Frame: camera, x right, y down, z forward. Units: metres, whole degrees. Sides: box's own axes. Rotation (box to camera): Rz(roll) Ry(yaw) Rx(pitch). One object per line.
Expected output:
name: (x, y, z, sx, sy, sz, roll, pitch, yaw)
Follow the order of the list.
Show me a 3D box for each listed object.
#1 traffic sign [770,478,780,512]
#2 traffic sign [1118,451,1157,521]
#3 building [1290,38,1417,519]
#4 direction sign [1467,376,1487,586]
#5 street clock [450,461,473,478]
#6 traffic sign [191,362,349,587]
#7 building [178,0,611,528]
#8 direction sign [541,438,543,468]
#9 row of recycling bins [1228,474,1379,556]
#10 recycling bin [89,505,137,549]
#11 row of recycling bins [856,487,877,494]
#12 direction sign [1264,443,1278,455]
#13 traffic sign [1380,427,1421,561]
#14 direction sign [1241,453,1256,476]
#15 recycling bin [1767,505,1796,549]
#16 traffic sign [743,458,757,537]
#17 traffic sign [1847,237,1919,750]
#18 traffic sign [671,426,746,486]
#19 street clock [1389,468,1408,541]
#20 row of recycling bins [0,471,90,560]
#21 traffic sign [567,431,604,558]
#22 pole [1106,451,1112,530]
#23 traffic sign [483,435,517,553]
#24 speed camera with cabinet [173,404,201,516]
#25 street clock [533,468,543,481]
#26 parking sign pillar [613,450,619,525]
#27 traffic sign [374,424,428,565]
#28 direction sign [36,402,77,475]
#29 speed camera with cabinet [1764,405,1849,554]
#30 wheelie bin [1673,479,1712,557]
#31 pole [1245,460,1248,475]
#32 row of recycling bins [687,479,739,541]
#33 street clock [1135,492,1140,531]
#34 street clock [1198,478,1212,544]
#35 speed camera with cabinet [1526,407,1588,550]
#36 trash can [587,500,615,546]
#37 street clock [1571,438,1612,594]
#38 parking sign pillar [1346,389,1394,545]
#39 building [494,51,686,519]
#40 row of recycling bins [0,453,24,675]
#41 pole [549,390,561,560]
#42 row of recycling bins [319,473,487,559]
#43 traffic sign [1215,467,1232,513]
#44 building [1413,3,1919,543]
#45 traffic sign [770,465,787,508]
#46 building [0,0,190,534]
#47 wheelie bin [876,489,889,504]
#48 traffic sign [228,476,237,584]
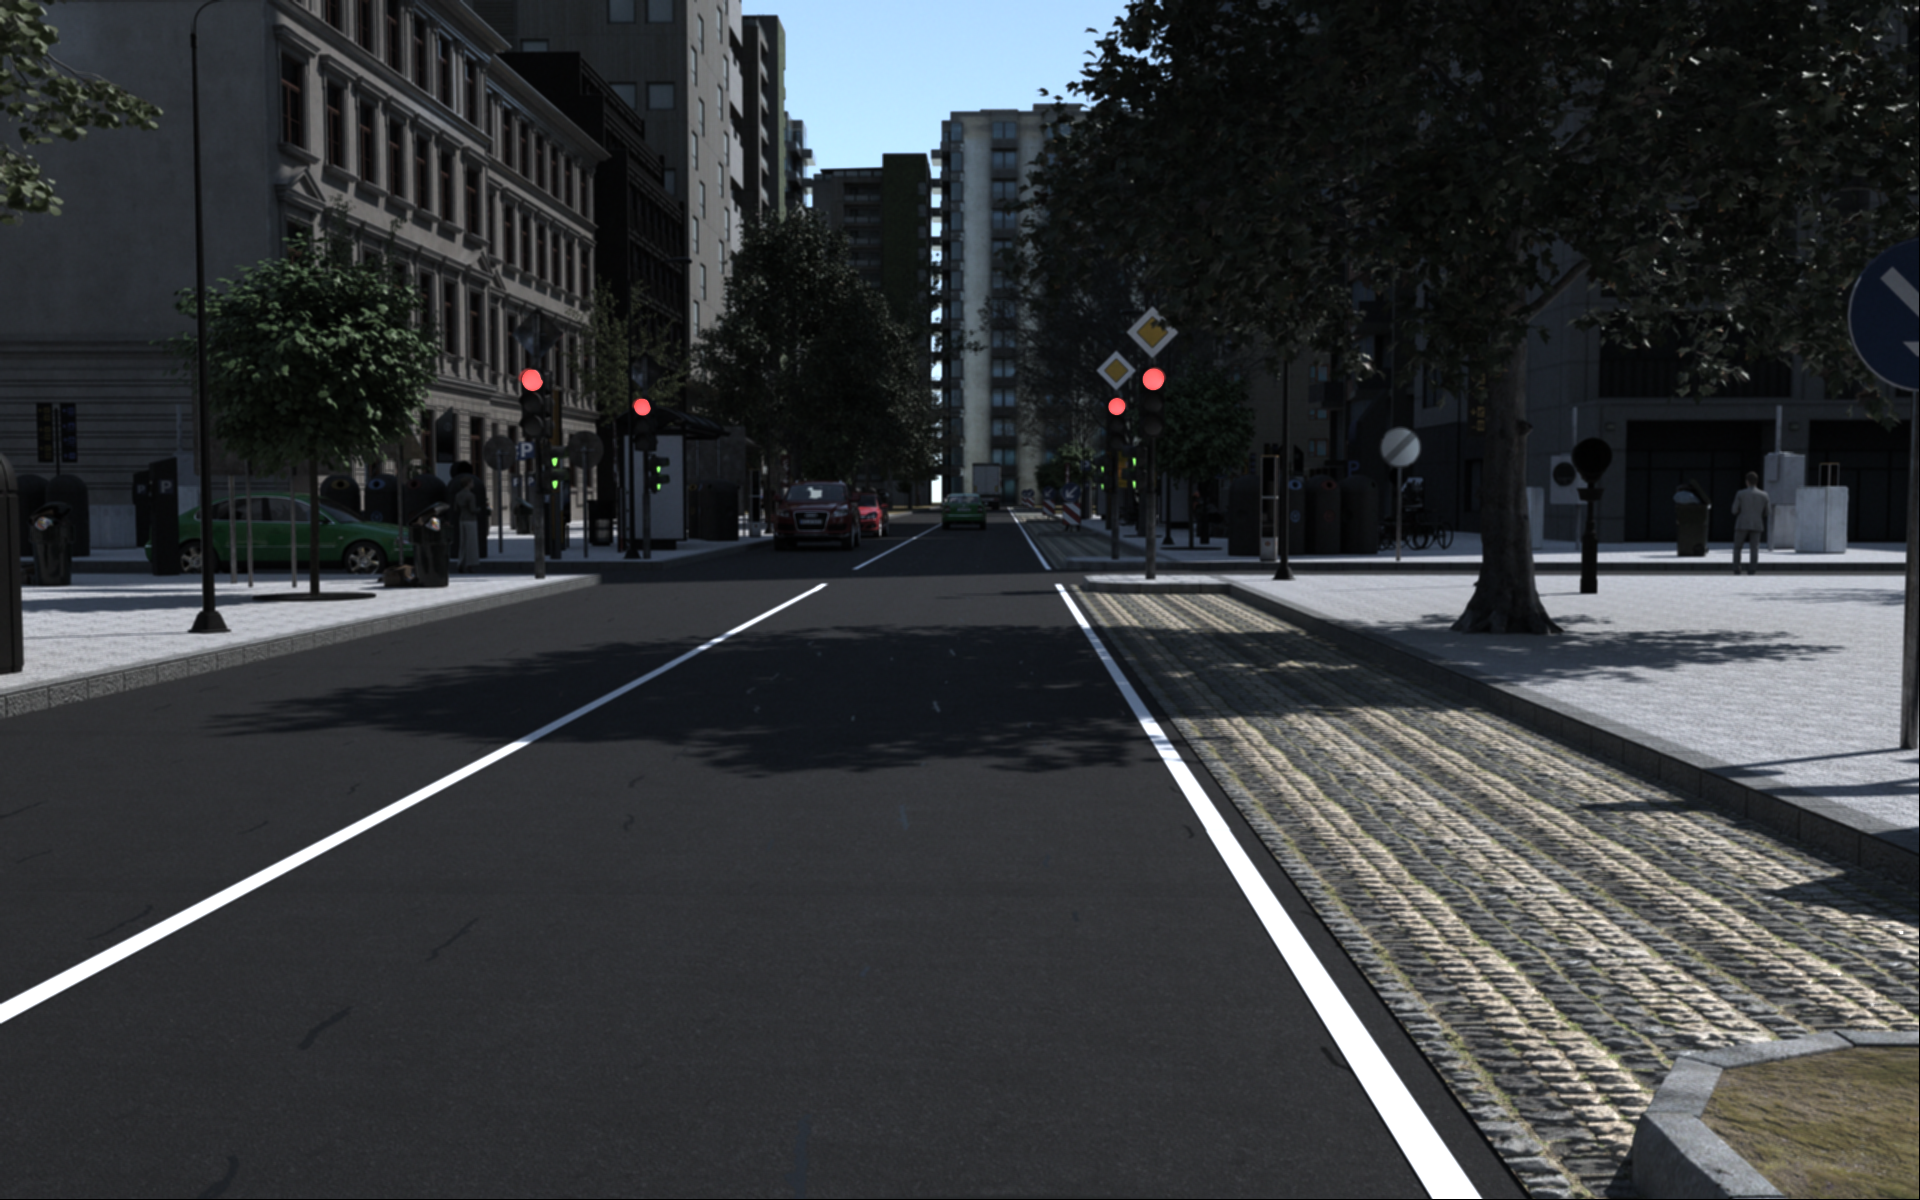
traffic sign: (-8.739, -5.031, 82.253, 0.884, 2.594, 0.081, 0, 4, 6)
traffic sign: (7.950, -5.252, 79.735, 2.265, 3.308, 0.079, 1, 4, 11)
building: (29.108, -26.279, 84.283, 22.147, 44.769, 28.867, 0, 4, 1)
direction sign: (7.383, -1.965, 24.130, 0.876, 3.537, 0.379, -2, 4, -30)
street clock: (-11.013, -2.064, 38.319, 0.358, 2.002, 0.471, 2, 4, 32)
traffic sign: (-9.457, -1.826, 23.731, 2.265, 3.308, 0.079, 0, 4, 8)
building: (-23.407, -14.691, 76.353, 11.583, 22.565, 21.152, 0, 4, 1)
direction sign: (-16.533, -4.713, 69.049, 0.379, 3.537, 0.876, 3, 4, 36)
row of recycling bins: (7.228, -1.800, 36.545, 3.534, 1.692, 1.069, -2, 4, -23)
recycling bin: (-19.803, -1.709, 40.491, 0.722, 1.027, 0.722, 1, 4, 22)
row of recycling bins: (-6.694, -5.970, 104.730, 3.534, 1.692, 1.069, 1, 4, 14)
direction sign: (13.940, -5.242, 77.696, 0.876, 3.537, 0.379, -3, 4, -37)
traffic sign: (8.407, -2.021, 33.143, 0.768, 2.556, 0.104, 0, 4, 8)
direction sign: (15.985, -6.360, 95.982, 0.876, 3.537, 0.379, 3, 5, 39)
recycling bin: (19.343, -1.718, 40.635, 0.722, 1.027, 0.722, 2, 4, 25)
traffic sign: (-6.489, -3.110, 52.026, 0.795, 2.450, 0.064, 0, 4, 2)
traffic sign: (4.784, -0.523, 8.653, 0.768, 2.556, 0.104, 0, 4, 4)
traffic sign: (-7.533, -3.544, 51.812, 2.265, 3.308, 0.079, 0, 4, 5)
street clock: (12.059, -2.637, 47.685, 0.471, 2.002, 0.358, 3, 5, 44)
row of recycling bins: (-19.585, -1.771, 36.067, 3.534, 1.692, 1.069, 2, 4, 23)
traffic sign: (-7.537, -2.123, 34.817, 0.768, 2.556, 0.104, 0, 4, 7)
pole: (5.329, -4.173, 62.075, 0.158, 3.312, 0.155, 0, 3, 0)
traffic sign: (-9.989, -2.293, 37.596, 0.768, 2.556, 0.104, 1, 4, 10)
speed camera with cabinet: (-16.755, -2.645, 37.581, 0.660, 3.252, 2.038, -1, 4, -20)
street clock: (-11.793, -2.717, 48.997, 0.471, 2.002, 0.358, 0, 4, 5)
parking sign pillar: (-13.872, -5.129, 72.328, 1.447, 3.967, 1.447, -2, 4, -29)
traffic sign: (-8.635, -1.633, 26.707, 0.884, 2.594, 0.081, 1, 4, 9)
direction sign: (-22.359, -3.116, 42.943, 0.876, 3.537, 0.379, -1, 4, -16)
speed camera with cabinet: (18.602, -2.676, 38.096, 0.660, 3.252, 2.038, -1, 4, -13)
wheelie bin: (15.087, -1.700, 35.696, 0.693, 1.594, 0.980, 2, 4, 28)
pole: (15.241, -6.012, 92.143, 0.158, 3.312, 0.155, 0, 3, 0)
row of recycling bins: (-6.927, -2.546, 48.735, 1.069, 1.692, 3.534, -1, 4, -19)
street clock: (6.249, -3.407, 60.282, 0.358, 2.002, 0.471, -2, 4, -30)
street clock: (6.284, -2.437, 44.415, 0.358, 2.002, 0.471, 2, 4, 29)
speed camera with cabinet: (13.352, -2.782, 39.815, 2.038, 3.252, 0.660, 3, 5, 44)
trash can: (-8.903, -1.912, 42.914, 0.748, 1.137, 0.748, 0, 3, 0)
street clock: (8.137, -1.088, 22.360, 0.471, 2.002, 0.358, 1, 4, 12)
parking sign pillar: (10.301, -3.393, 43.950, 1.447, 3.967, 1.447, 3, 5, 41)
building: (-22.656, -16.242, 95.240, 12.332, 23.373, 15.834, 0, 4, 1)
row of recycling bins: (-7.952, -0.386, 13.424, 1.069, 1.692, 3.534, -3, 4, -36)
pole: (-7.941, -2.452, 33.928, 0.158, 3.312, 0.155, 0, 3, 0)
row of recycling bins: (-11.213, -1.699, 34.893, 3.534, 1.692, 1.069, 1, 4, 9)
traffic sign: (8.705, -3.539, 57.971, 0.768, 2.556, 0.104, 0, 4, 5)
building: (27.040, -37.595, 52.935, 20.611, 71.187, 20.563, 0, 4, 1)
traffic sign: (-7.894, -4.584, 75.054, 0.768, 2.556, 0.104, 0, 4, 6)
building: (-22.922, -13.399, 55.224, 11.583, 22.565, 21.152, 0, 4, 1)
wheelie bin: (-4.951, -6.195, 109.194, 0.980, 1.594, 0.693, -1, 4, -22)
traffic sign: (-10.415, -1.508, 24.767, 0.768, 2.556, 0.104, 1, 4, 9)
